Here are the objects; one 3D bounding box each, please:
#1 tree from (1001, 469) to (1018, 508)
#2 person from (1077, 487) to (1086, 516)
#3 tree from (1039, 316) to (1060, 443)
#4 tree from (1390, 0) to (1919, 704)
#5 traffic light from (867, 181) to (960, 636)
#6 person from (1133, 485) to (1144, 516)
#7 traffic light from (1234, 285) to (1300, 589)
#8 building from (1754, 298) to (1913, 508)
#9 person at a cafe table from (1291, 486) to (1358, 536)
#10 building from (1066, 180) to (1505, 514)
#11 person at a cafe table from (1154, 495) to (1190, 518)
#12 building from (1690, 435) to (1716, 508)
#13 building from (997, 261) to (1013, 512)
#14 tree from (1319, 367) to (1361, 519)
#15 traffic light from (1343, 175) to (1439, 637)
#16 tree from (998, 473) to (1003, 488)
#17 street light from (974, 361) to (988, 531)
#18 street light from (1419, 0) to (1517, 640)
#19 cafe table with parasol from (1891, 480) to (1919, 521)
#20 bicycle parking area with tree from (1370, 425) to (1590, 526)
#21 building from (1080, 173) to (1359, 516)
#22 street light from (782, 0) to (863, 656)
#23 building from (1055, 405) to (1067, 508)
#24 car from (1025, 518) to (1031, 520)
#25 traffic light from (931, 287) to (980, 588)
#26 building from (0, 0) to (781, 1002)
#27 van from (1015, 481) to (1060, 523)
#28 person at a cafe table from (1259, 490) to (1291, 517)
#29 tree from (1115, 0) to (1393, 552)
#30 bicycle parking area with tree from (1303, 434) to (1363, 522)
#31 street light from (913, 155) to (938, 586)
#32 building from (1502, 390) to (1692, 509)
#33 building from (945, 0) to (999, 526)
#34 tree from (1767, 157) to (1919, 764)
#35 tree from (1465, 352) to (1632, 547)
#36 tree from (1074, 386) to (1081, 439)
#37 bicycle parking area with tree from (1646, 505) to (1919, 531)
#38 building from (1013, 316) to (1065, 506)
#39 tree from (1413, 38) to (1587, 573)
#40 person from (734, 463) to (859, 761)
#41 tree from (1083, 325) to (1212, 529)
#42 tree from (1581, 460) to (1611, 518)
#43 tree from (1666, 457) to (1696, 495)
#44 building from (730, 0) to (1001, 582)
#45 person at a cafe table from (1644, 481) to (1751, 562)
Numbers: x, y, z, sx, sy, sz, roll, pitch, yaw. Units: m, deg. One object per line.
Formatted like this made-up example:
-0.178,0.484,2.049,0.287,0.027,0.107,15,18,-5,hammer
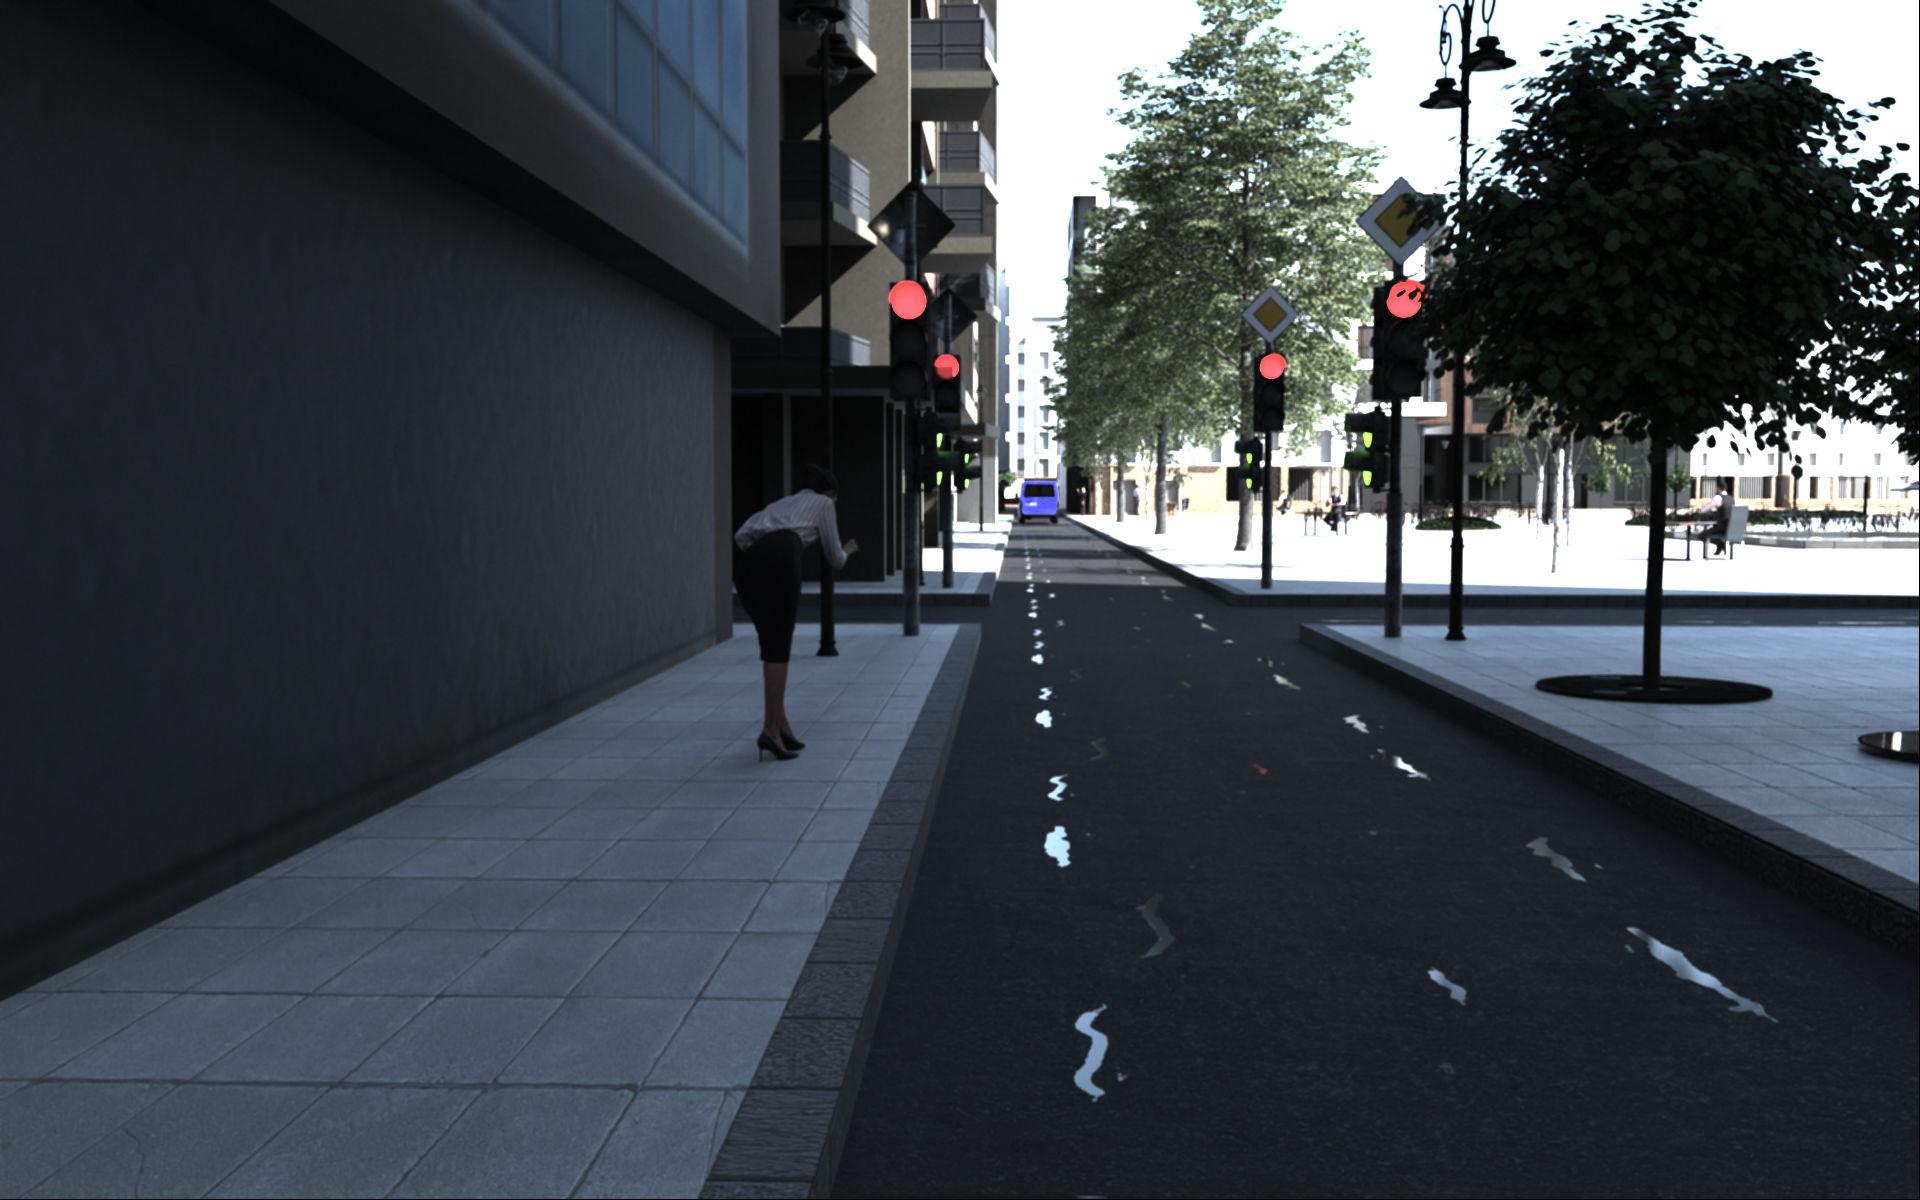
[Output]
3.727,-11.011,163.736,4.285,4.588,4.351,0,3,0,tree
7.146,-5.843,102.386,0.742,1.727,0.445,3,5,39,person
6.721,-8.311,54.010,7.486,12.596,7.792,0,3,0,tree
4.538,-1.674,11.080,4.285,4.588,4.351,0,3,0,tree
-0.423,-1.631,15.596,0.839,4.253,0.868,0,4,2,traffic light
10.487,-5.840,101.398,0.599,1.838,0.709,-1,4,-22,person
4.153,-2.111,23.443,0.839,4.253,0.868,0,4,2,traffic light
81.273,-18.856,164.713,11.380,20.091,16.016,0,4,2,building
11.523,-2.777,53.918,1.698,1.524,1.622,2,4,35,person at a cafe table
21.857,-17.463,129.487,27.936,21.610,32.646,0,4,2,building
11.910,-5.178,95.525,1.726,1.238,1.698,-3,4,-38,person at a cafe table
77.002,-20.288,188.125,11.380,20.091,16.016,0,4,2,building
-4.284,-16.635,128.407,16.016,20.091,11.380,0,4,2,building
20.428,-8.465,88.770,4.360,8.622,3.978,0,3,0,tree
3.876,-1.623,15.463,0.839,4.253,0.868,0,4,2,traffic light
1.424,-5.625,86.571,1.663,3.219,1.824,0,3,0,tree
0.745,-5.364,60.495,0.468,5.910,1.993,0,4,2,street light
4.367,-2.587,15.082,0.468,5.910,1.993,0,4,2,street light
45.893,-4.778,82.987,2.610,1.966,2.610,-1,4,-21,cafe table with parasol
21.923,-5.220,72.348,8.231,4.147,9.016,1,4,19,bicycle parking area with tree
15.569,-15.369,107.711,16.016,20.091,11.380,0,4,2,building
-1.052,-2.496,13.596,0.468,5.910,1.993,0,4,2,street light
13.677,-13.376,160.852,9.099,9.664,28.070,0,4,2,building
4.547,-5.154,96.848,1.945,1.354,3.894,0,4,1,car
-0.146,-2.120,23.576,0.839,4.253,0.868,0,4,2,traffic light
-8.958,-21.879,7.834,14.200,45.320,14.600,0,4,2,building
3.872,-4.993,86.022,2.240,2.365,5.245,0,4,1,van
17.770,-5.401,96.822,1.622,1.524,1.698,2,4,28,person at a cafe table
6.334,-7.390,38.951,7.486,12.596,7.792,0,3,0,tree
20.933,-5.785,81.580,9.016,4.147,8.231,-3,5,-44,bicycle parking area with tree
-0.574,-3.140,24.122,0.468,5.910,1.993,0,4,2,street light
46.382,-19.295,159.453,32.646,21.610,27.936,0,4,2,building
-5.558,-18.273,70.462,14.160,30.474,14.107,0,4,2,building
4.992,-0.836,8.265,1.663,3.219,1.824,0,3,0,tree
14.906,-5.579,41.579,4.737,8.622,4.395,0,3,0,tree
8.204,-9.145,99.878,4.360,8.622,3.978,0,3,0,tree
27.782,-4.334,57.859,8.231,4.147,9.016,0,4,7,bicycle parking area with tree
5.696,-20.429,190.426,11.380,20.091,16.016,0,4,2,building
9.484,-4.747,27.981,4.360,8.622,3.978,0,3,0,tree
-0.799,0.040,8.581,0.628,1.438,0.799,0,4,-6,person
6.924,-6.891,63.034,4.360,8.622,3.978,0,3,0,tree
34.569,-6.032,93.217,1.663,3.219,1.824,0,3,0,tree
37.554,-5.892,90.929,1.663,3.219,1.824,0,3,0,tree
-10.281,-23.375,36.804,22.147,44.769,28.867,0,4,2,building
14.419,-1.518,33.340,1.698,1.524,1.622,-1,4,-19,person at a cafe table
